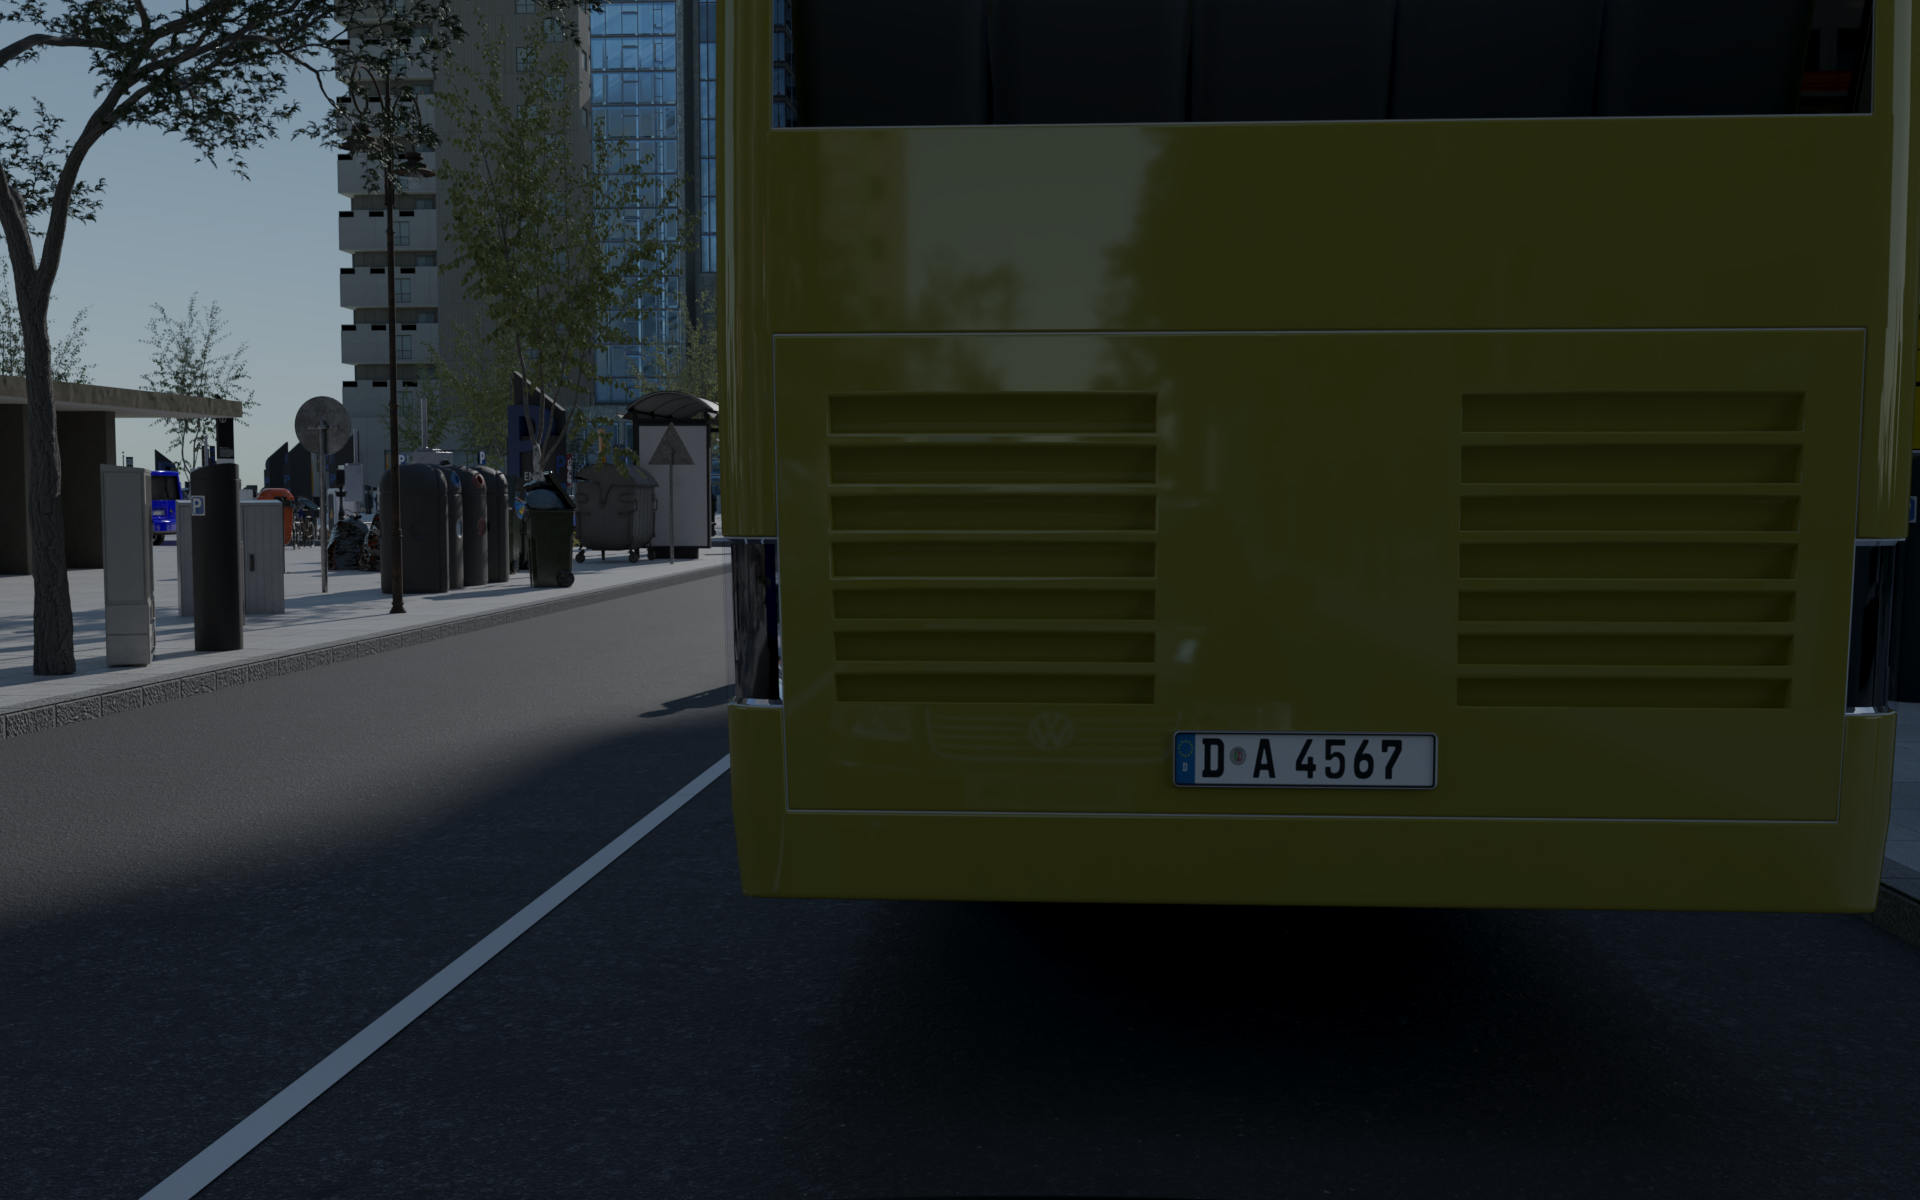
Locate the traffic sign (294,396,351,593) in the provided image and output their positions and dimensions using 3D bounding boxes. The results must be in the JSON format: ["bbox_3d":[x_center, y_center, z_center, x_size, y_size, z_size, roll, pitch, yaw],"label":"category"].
[{"bbox_3d":[-8.277,-1.369,22.497,0.768,2.556,0.104,0,4,6],"label":"traffic sign"}]

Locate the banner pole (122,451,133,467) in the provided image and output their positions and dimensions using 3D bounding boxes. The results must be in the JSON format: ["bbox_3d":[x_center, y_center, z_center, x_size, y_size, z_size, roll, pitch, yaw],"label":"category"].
[{"bbox_3d":[-48.899,-6.834,101.745,0.401,3.779,0.863,2,4,31],"label":"banner pole"}]

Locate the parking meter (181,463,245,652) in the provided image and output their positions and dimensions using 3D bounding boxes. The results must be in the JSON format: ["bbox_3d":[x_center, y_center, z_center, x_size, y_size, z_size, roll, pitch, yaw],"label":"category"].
[{"bbox_3d":[-6.110,-0.356,14.239,0.372,1.533,0.369,0,3,0],"label":"parking meter"}]

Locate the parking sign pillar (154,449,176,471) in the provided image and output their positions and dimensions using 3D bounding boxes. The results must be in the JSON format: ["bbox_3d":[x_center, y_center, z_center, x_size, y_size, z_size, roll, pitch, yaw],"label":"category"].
[{"bbox_3d":[-47.911,-7.106,104.652,1.447,3.967,1.447,2,4,31],"label":"parking sign pillar"}]

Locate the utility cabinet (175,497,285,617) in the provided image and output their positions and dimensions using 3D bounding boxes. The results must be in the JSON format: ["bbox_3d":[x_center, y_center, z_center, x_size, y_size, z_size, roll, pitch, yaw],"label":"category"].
[{"bbox_3d":[-7.757,-0.444,18.423,1.020,1.237,0.306,-2,4,-31],"label":"utility cabinet"}]

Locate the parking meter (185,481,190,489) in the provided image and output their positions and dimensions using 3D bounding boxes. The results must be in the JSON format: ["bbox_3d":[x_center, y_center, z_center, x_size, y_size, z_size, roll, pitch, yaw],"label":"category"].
[{"bbox_3d":[-35.048,-4.474,78.863,0.255,1.863,0.399,3,5,44],"label":"parking meter"}]

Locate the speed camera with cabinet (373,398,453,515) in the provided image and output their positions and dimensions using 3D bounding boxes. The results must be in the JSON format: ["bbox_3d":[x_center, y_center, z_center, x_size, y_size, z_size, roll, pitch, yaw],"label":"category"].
[{"bbox_3d":[-11.030,-2.494,35.121,0.660,3.252,2.038,1,4,13],"label":"speed camera with cabinet"}]

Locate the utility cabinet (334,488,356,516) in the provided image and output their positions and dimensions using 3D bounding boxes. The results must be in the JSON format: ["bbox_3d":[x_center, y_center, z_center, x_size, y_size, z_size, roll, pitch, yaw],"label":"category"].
[{"bbox_3d":[-23.881,-3.592,67.415,0.318,1.500,1.173,1,4,13],"label":"utility cabinet"}]

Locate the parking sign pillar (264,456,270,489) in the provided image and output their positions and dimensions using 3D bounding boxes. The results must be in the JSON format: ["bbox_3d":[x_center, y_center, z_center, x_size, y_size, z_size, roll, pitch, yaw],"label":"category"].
[{"bbox_3d":[-34.995,-6.129,88.681,1.447,3.967,1.447,2,4,24],"label":"parking sign pillar"}]

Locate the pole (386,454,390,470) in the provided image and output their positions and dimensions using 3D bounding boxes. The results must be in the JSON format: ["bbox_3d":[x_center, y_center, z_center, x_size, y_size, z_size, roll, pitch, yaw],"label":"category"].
[{"bbox_3d":[-29.466,-5.836,89.257,0.158,3.312,0.155,0,3,0],"label":"pole"}]

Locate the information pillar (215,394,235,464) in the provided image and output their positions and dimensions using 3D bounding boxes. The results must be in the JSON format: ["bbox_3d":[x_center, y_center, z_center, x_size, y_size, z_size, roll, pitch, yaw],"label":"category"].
[{"bbox_3d":[-17.272,-3.020,40.724,0.183,3.616,0.504,1,4,22],"label":"information pillar"}]

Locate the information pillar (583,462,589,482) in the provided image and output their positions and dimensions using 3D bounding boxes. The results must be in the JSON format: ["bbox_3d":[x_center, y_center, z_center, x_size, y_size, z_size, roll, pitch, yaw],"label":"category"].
[{"bbox_3d":[-26.892,-8.153,124.659,0.504,3.616,0.183,-2,4,-27],"label":"information pillar"}]

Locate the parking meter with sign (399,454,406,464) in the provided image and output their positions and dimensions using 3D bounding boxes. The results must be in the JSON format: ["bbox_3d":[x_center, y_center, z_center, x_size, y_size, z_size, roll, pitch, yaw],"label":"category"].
[{"bbox_3d":[-23.633,-4.833,75.285,1.738,3.016,0.543,1,4,23],"label":"parking meter with sign"}]

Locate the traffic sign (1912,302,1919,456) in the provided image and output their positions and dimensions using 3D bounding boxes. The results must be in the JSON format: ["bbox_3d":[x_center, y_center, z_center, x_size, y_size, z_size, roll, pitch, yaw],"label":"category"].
[{"bbox_3d":[6.081,-1.078,11.495,2.265,3.308,0.079,0,4,5],"label":"traffic sign"}]

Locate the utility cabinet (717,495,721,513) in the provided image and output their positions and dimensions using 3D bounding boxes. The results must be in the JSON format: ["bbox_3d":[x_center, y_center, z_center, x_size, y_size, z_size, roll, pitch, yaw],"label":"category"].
[{"bbox_3d":[-16.096,-6.421,116.142,0.306,1.237,1.020,-1,4,-14],"label":"utility cabinet"}]

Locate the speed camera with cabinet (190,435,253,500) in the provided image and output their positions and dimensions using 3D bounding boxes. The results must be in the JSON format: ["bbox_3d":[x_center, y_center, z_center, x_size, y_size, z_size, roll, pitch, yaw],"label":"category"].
[{"bbox_3d":[-25.196,-3.961,59.104,0.660,3.252,2.038,2,4,31],"label":"speed camera with cabinet"}]

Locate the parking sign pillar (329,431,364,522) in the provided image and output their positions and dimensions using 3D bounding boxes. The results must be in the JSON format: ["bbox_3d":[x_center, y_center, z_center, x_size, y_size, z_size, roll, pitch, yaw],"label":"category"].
[{"bbox_3d":[-26.091,-5.197,73.440,1.447,3.967,1.447,2,4,27],"label":"parking sign pillar"}]

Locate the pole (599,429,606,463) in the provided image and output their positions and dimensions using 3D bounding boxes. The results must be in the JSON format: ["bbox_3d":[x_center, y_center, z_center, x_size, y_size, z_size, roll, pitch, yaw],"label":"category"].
[{"bbox_3d":[-11.171,-3.688,54.142,0.158,3.312,0.155,0,3,0],"label":"pole"}]

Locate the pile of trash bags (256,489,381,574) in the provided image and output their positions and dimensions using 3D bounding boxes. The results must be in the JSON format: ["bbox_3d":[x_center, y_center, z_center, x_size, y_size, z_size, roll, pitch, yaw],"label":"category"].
[{"bbox_3d":[-10.083,-1.183,29.094,3.447,1.369,1.912,-3,5,-44],"label":"pile of trash bags"}]

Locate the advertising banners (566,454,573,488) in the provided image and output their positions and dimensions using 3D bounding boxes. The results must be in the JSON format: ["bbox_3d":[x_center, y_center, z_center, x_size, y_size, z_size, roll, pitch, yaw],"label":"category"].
[{"bbox_3d":[-17.151,-4.775,74.257,0.090,3.025,2.074,1,4,20],"label":"advertising banners"}]

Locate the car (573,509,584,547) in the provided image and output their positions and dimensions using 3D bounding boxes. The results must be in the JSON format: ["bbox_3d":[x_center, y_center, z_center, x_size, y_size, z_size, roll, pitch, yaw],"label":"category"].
[{"bbox_3d":[-10.544,-2.086,43.705,3.694,1.707,1.945,0,4,2],"label":"car"}]

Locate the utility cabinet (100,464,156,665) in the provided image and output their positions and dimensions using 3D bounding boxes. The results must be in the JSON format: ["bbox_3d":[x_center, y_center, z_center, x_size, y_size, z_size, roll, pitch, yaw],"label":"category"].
[{"bbox_3d":[-6.367,-0.283,13.305,0.318,1.500,1.173,-1,4,-23],"label":"utility cabinet"}]

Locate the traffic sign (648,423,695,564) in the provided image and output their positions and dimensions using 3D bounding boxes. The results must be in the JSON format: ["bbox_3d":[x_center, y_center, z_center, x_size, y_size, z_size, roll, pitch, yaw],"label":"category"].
[{"bbox_3d":[-5.258,-1.929,31.546,0.884,2.594,0.081,1,4,11],"label":"traffic sign"}]

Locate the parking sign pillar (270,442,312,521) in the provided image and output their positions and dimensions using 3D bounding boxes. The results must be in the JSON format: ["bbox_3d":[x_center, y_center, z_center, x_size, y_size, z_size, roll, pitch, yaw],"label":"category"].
[{"bbox_3d":[-29.342,-5.397,76.719,1.447,3.967,1.447,1,4,21],"label":"parking sign pillar"}]

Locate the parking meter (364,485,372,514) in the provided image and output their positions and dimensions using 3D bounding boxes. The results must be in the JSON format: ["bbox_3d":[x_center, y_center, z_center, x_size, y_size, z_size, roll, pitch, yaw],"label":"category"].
[{"bbox_3d":[-37.282,-6.323,109.095,0.399,1.863,0.255,2,4,32],"label":"parking meter"}]

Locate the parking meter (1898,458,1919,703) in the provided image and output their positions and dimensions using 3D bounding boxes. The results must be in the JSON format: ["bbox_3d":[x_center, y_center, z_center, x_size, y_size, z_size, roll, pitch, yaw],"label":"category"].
[{"bbox_3d":[5.940,-0.143,10.746,0.372,1.533,0.369,0,3,0],"label":"parking meter"}]

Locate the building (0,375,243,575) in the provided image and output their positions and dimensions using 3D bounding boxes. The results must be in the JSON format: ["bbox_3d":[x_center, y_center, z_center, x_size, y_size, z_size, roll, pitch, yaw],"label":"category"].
[{"bbox_3d":[-28.456,-22.428,21.330,28.867,44.769,22.147,0,4,4],"label":"building"}]

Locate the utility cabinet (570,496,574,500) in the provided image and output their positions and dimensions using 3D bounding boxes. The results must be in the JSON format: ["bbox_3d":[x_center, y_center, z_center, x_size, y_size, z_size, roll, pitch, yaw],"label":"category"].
[{"bbox_3d":[-15.462,-3.458,67.694,0.306,1.237,1.020,1,4,14],"label":"utility cabinet"}]

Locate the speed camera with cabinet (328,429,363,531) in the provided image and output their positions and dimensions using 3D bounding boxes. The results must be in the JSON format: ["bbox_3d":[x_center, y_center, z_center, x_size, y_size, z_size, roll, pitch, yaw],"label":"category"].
[{"bbox_3d":[-18.837,-3.588,53.005,0.660,3.252,2.038,-2,4,-33],"label":"speed camera with cabinet"}]

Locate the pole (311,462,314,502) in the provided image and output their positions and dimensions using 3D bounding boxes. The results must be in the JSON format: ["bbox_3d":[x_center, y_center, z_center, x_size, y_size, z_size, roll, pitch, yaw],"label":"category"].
[{"bbox_3d":[-40.580,-7.006,108.396,0.158,3.312,0.155,0,3,0],"label":"pole"}]

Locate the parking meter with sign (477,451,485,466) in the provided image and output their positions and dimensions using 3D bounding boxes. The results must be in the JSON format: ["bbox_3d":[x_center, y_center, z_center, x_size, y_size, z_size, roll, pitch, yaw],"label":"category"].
[{"bbox_3d":[-18.600,-4.521,70.180,1.738,3.016,0.543,1,4,10],"label":"parking meter with sign"}]

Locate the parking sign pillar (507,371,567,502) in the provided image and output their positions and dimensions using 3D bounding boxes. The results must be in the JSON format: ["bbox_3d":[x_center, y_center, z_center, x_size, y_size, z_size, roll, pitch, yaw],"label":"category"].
[{"bbox_3d":[-9.229,-3.015,37.763,1.447,3.967,1.447,2,4,25],"label":"parking sign pillar"}]

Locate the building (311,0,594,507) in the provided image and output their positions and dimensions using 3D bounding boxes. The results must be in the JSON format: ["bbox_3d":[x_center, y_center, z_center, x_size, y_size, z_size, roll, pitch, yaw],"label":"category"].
[{"bbox_3d":[-48.057,-36.060,178.819,27.495,52.752,28.713,0,4,4],"label":"building"}]
